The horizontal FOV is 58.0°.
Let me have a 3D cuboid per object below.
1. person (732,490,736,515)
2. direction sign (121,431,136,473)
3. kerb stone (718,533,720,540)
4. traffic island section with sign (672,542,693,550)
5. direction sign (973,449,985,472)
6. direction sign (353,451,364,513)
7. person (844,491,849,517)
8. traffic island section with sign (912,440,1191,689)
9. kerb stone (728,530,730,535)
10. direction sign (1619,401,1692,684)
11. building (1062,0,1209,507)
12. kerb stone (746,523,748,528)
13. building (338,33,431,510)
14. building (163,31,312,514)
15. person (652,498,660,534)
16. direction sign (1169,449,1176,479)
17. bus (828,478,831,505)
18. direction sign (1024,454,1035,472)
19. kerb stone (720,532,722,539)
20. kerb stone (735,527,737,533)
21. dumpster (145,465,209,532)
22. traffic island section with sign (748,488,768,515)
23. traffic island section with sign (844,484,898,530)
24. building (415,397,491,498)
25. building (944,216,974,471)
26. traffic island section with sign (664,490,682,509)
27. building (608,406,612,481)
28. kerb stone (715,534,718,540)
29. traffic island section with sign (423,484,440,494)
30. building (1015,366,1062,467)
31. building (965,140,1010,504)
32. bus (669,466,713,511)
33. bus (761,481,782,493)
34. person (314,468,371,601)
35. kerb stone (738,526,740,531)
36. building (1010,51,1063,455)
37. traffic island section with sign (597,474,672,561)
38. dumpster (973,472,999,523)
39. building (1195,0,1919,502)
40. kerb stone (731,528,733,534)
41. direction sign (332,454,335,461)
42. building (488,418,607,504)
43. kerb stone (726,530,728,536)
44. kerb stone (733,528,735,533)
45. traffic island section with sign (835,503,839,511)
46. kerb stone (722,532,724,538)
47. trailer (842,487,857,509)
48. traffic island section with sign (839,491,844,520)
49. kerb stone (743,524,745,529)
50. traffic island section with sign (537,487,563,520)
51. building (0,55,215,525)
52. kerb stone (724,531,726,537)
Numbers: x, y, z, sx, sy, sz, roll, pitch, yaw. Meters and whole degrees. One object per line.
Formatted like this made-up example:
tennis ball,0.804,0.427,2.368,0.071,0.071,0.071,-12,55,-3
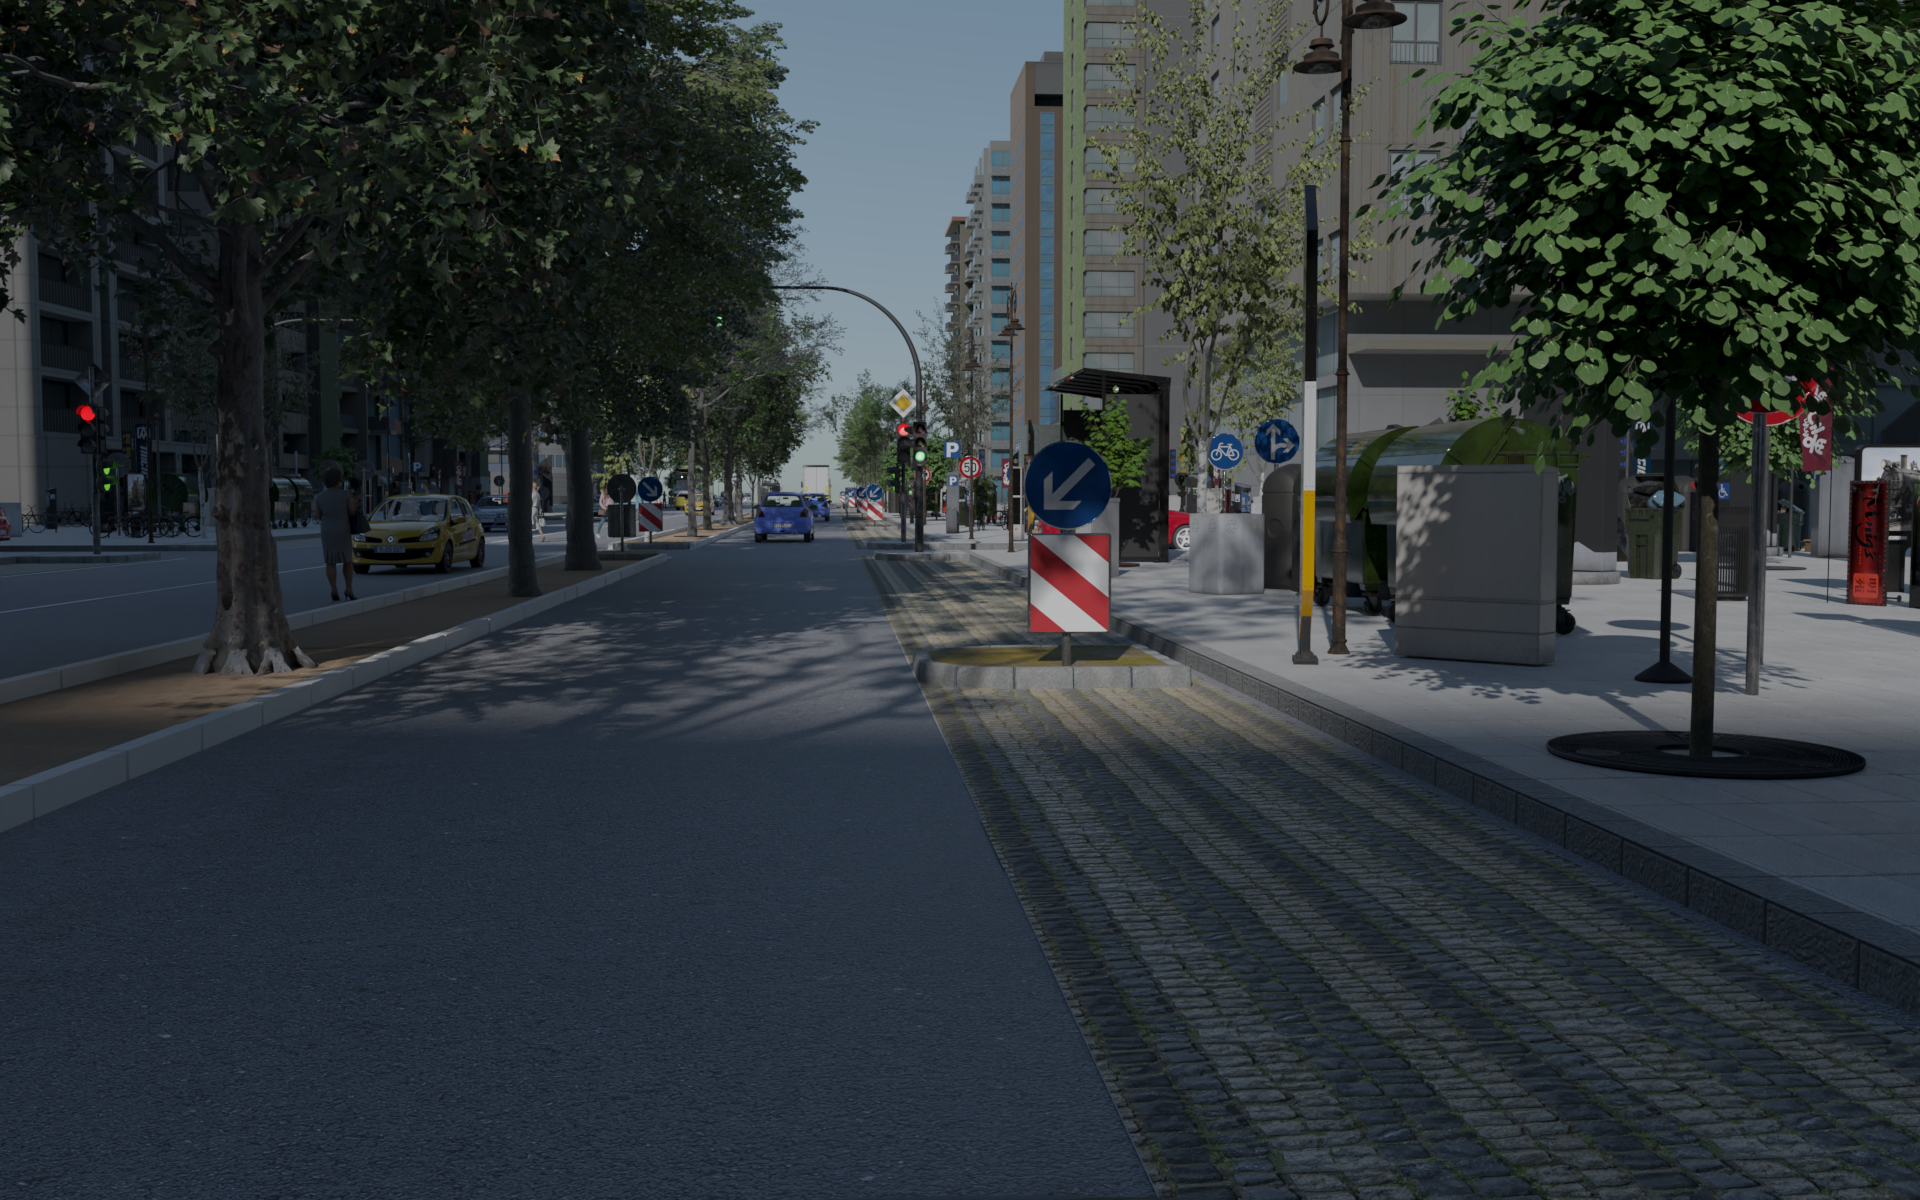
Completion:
person,-15.146,-6.658,117.544,0.709,1.800,0.728,-1,4,-23
direction sign,-29.541,-4.284,62.033,0.876,3.537,0.379,0,4,0
kerb stone,-7.609,-1.925,53.675,0.120,0.150,1.000,0,4,-4
traffic island section with sign,-8.043,-2.279,45.393,2.006,1.907,1.989,0,4,-4
direction sign,0.848,-5.815,87.074,0.876,3.537,0.379,2,4,23
direction sign,-31.336,-6.017,90.370,0.876,3.537,0.379,2,4,35
person,-7.024,-5.923,107.146,0.330,1.601,0.589,0,4,5
traffic island section with sign,0.639,-0.304,13.601,1.989,1.847,2.006,0,4,-4
kerb stone,-7.984,-2.237,58.790,0.120,0.150,1.000,0,4,-4
direction sign,4.831,-1.210,11.775,0.379,3.537,0.876,3,5,43
building,14.565,-27.396,131.518,14.154,41.232,14.086,0,4,-4
kerb stone,-8.909,-2.990,71.079,0.120,0.150,1.000,0,4,-4
building,-53.431,-29.166,131.487,22.147,44.769,28.867,0,4,-4
building,-47.034,-20.434,105.794,14.160,30.474,14.107,0,4,-4
person,-10.981,-3.250,62.308,0.731,1.740,0.598,2,4,27
direction sign,10.527,-5.850,87.651,0.876,3.537,0.379,3,4,37
bus,-18.685,-14.749,232.692,2.896,3.916,12.252,0,4,-5
direction sign,3.933,-6.487,98.062,0.379,3.537,0.876,3,5,45
kerb stone,-7.679,-1.988,54.698,0.120,0.150,1.000,0,4,-4
kerb stone,-8.293,-2.488,62.881,0.120,0.150,1.000,0,4,-4
dumpster,-26.559,-3.435,58.657,1.502,2.255,1.985,0,4,-4
traffic island section with sign,-13.681,-6.861,120.321,2.006,1.907,1.989,0,4,-4
traffic island section with sign,-3.506,-3.674,68.704,1.989,1.847,2.006,0,4,-4
building,-50.436,-23.383,154.008,14.160,30.474,14.107,0,4,-4
building,8.989,-37.480,267.414,22.147,44.769,28.867,0,4,-4
traffic island section with sign,-28.547,-9.966,171.576,1.989,1.847,2.006,0,4,-4
building,-57.865,-29.282,250.465,14.160,30.474,14.107,0,4,-4
kerb stone,-7.527,-1.863,52.657,0.120,0.150,1.000,0,4,-4
traffic island section with sign,-20.753,-3.616,67.756,1.989,1.847,2.006,0,4,-4
building,17.670,-51.440,153.717,22.319,86.520,31.000,0,4,-4
building,12.421,-37.721,236.347,23.786,49.044,30.456,0,4,-4
bus,-23.568,-9.870,152.928,2.896,3.916,12.252,0,4,-4
bus,-25.825,-14.769,236.334,2.948,3.499,13.247,0,4,-6
person,-8.293,-0.886,23.342,0.716,1.782,0.532,0,4,-5
kerb stone,-8.448,-2.614,64.933,0.120,0.150,1.000,0,4,-4
building,12.711,-32.239,177.225,14.600,45.320,14.200,0,4,-4
traffic island section with sign,-7.498,-1.827,38.006,2.006,1.907,1.989,0,4,-4
dumpster,0.884,-4.464,75.484,1.502,2.255,1.985,0,4,-4
building,26.114,-29.816,76.727,27.495,52.752,28.713,0,4,-4
kerb stone,-8.143,-2.360,60.836,0.120,0.150,1.000,0,4,-4
direction sign,-35.722,-6.536,98.857,0.379,3.537,0.876,-2,4,-27
building,-59.106,-41.972,228.241,21.231,58.520,28.212,0,4,-4
kerb stone,-7.910,-2.172,57.770,0.120,0.150,1.000,0,4,-4
kerb stone,-8.215,-2.423,61.855,0.120,0.150,1.000,0,4,-4
traffic island section with sign,-9.201,-8.313,144.552,1.989,1.847,2.006,0,4,-4
kerb stone,-7.759,-2.049,55.722,0.120,0.150,1.000,0,4,-4
trailer,-9.435,-8.732,149.813,1.471,1.999,3.904,0,4,-5
traffic island section with sign,-5.521,-5.325,95.688,1.989,1.847,2.006,0,4,-4
kerb stone,-8.759,-2.862,69.025,0.120,0.150,1.000,0,4,-4
traffic island section with sign,-22.773,-5.260,94.636,1.989,1.847,2.006,0,4,-4
building,-46.923,-39.200,79.177,20.563,71.187,20.611,0,4,-4
kerb stone,-7.827,-2.113,56.747,0.120,0.150,1.000,0,4,-4
